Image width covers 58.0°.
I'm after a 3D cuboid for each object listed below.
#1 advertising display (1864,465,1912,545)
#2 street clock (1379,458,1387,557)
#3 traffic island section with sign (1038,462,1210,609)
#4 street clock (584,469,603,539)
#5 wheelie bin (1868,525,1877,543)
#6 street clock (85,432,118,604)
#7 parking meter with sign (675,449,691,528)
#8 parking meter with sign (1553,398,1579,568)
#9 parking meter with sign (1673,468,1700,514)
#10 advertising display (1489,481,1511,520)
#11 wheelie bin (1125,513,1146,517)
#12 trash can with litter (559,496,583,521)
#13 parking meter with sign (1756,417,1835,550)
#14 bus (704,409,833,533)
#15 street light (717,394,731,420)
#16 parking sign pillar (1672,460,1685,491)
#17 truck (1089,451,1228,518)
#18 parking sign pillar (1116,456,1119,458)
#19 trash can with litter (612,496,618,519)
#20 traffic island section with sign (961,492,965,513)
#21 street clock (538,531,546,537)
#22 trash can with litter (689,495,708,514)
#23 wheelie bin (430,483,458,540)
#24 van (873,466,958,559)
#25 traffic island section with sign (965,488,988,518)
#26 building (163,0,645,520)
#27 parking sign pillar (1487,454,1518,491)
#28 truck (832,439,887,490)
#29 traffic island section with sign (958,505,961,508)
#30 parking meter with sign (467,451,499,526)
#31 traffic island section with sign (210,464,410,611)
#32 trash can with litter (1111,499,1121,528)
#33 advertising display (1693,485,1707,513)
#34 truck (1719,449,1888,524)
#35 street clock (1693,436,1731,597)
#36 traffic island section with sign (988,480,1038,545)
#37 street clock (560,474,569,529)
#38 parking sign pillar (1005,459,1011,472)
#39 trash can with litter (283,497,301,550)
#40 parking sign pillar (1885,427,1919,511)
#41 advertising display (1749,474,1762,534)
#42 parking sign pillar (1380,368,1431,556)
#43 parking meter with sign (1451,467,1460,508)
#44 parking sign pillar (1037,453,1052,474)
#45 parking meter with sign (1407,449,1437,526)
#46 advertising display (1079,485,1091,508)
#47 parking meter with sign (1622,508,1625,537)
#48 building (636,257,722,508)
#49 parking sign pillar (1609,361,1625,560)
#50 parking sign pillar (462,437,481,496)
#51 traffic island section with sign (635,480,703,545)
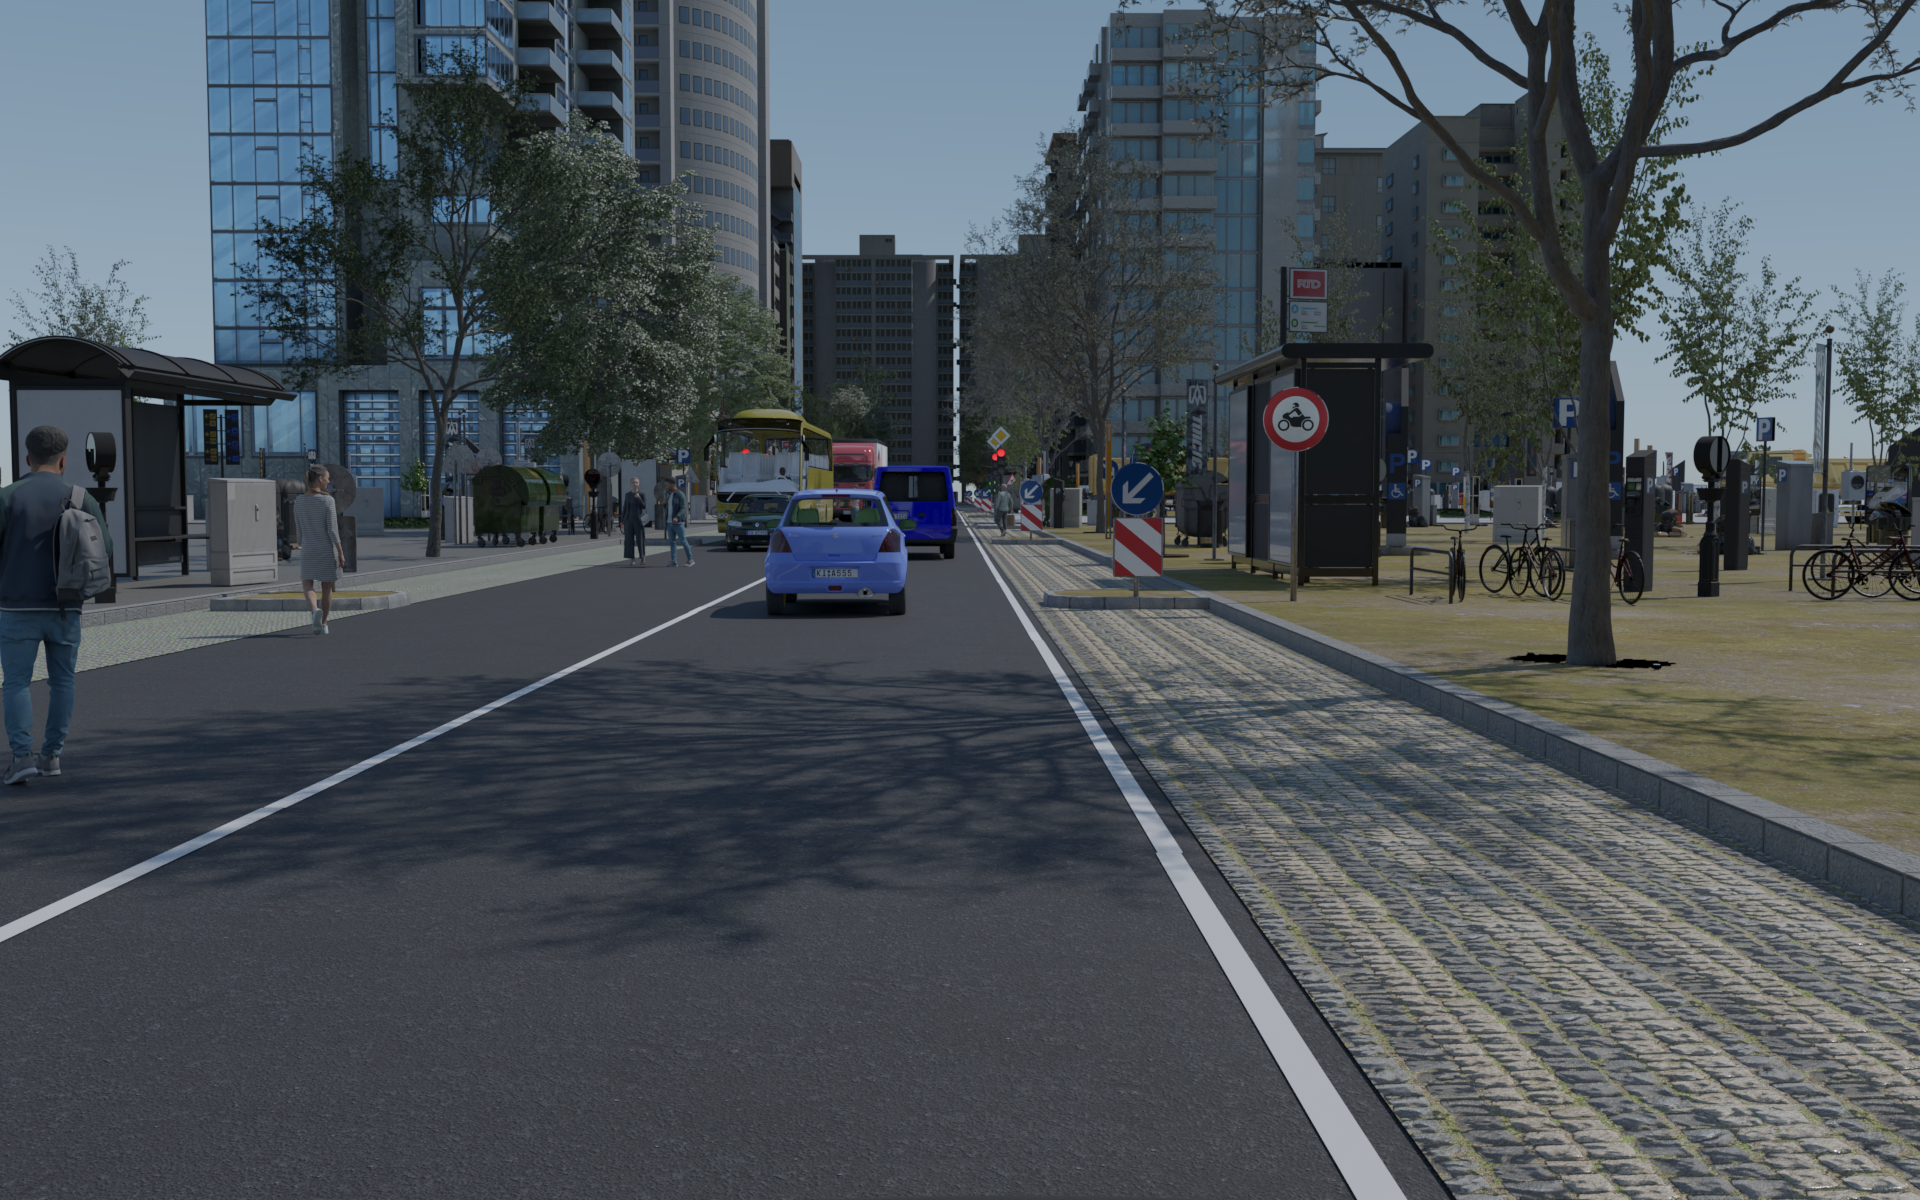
[{"bbox_3d":[20.597,-2.033,38.460,0.123,1.923,0.974,-2,4,-33],"label":"advertising display"},{"bbox_3d":[8.412,-1.867,35.093,0.471,2.002,0.358,-3,5,-42],"label":"street clock"},{"bbox_3d":[2.092,-0.836,22.296,1.989,1.847,2.006,0,4,0],"label":"traffic island section with sign"},{"bbox_3d":[-10.433,-2.738,49.335,0.471,2.002,0.358,0,4,4],"label":"street clock"},{"bbox_3d":[24.442,-2.325,45.919,0.693,1.594,0.980,1,4,8],"label":"wheelie bin"},{"bbox_3d":[-10.056,-0.963,20.316,0.358,2.002,0.471,-3,5,-40],"label":"street clock"},{"bbox_3d":[-10.650,-4.279,66.222,0.543,3.016,1.738,0,4,-3],"label":"parking meter with sign"},{"bbox_3d":[10.858,-2.098,30.560,0.543,3.016,1.738,1,4,11],"label":"parking meter with sign"},{"bbox_3d":[47.938,-7.210,114.151,1.738,3.016,0.543,-1,4,-12],"label":"parking meter with sign"},{"bbox_3d":[26.171,-4.816,83.959,0.974,1.923,0.123,3,4,36],"label":"advertising display"},{"bbox_3d":[6.057,-3.162,59.600,0.693,1.594,0.980,-3,4,-38],"label":"wheelie bin"},{"bbox_3d":[-19.014,-4.358,82.303,2.233,1.210,1.678,0,4,6],"label":"trash can with litter"},{"bbox_3d":[19.092,-2.647,39.545,1.738,3.016,0.543,-1,4,-12],"label":"parking meter with sign"},{"bbox_3d":[-5.617,-3.803,53.730,2.896,3.916,12.252,0,4,0],"label":"bus"},{"bbox_3d":[-10.851,-6.541,79.739,0.468,5.910,1.993,0,4,0],"label":"street light"},{"bbox_3d":[56.144,-9.019,135.934,1.447,3.967,1.447,0,4,5],"label":"parking sign pillar"},{"bbox_3d":[10.546,-4.852,75.255,9.791,3.379,3.469,0,4,2],"label":"truck"},{"bbox_3d":[11.590,-8.167,121.999,1.447,3.967,1.447,1,4,17],"label":"parking sign pillar"},{"bbox_3d":[-18.045,-4.859,90.835,0.624,1.170,1.055,-2,4,-34],"label":"trash can with litter"},{"bbox_3d":[1.262,-7.560,132.238,1.989,1.847,2.006,0,4,0],"label":"traffic island section with sign"},{"bbox_3d":[-12.417,-2.864,51.398,0.358,2.002,0.471,-1,4,-23],"label":"street clock"},{"bbox_3d":[-18.963,-7.045,126.241,2.233,1.210,1.678,-3,5,-43],"label":"trash can with litter"},{"bbox_3d":[-14.340,-2.467,48.238,0.693,1.594,0.980,-3,4,-36],"label":"wheelie bin"},{"bbox_3d":[-1.104,-2.175,39.945,2.240,2.365,5.245,0,4,-2],"label":"van"},{"bbox_3d":[1.466,-5.871,104.625,1.989,1.847,2.006,0,4,0],"label":"traffic island section with sign"},{"bbox_3d":[-30.414,-48.154,99.993,22.319,86.520,31.000,0,4,0],"label":"building"},{"bbox_3d":[36.522,-7.847,116.763,1.447,3.967,1.447,3,4,36],"label":"parking sign pillar"},{"bbox_3d":[-5.358,-6.185,90.037,2.839,4.237,11.283,0,4,1],"label":"truck"},{"bbox_3d":[0.878,-10.616,182.205,1.989,1.847,2.006,0,4,0],"label":"traffic island section with sign"},{"bbox_3d":[-19.602,-4.518,70.134,1.738,3.016,0.543,-2,4,-31],"label":"parking meter with sign"},{"bbox_3d":[-8.113,-0.814,21.936,1.989,1.847,2.006,0,4,0],"label":"traffic island section with sign"},{"bbox_3d":[6.077,-3.358,66.286,0.624,1.170,1.055,-2,4,-31],"label":"trash can with litter"},{"bbox_3d":[50.306,-6.888,117.827,0.974,1.923,0.123,0,4,-2],"label":"advertising display"},{"bbox_3d":[37.716,-4.905,76.119,9.791,3.379,3.469,0,3,0],"label":"truck"},{"bbox_3d":[9.361,-1.042,21.604,0.471,2.002,0.358,-3,4,-36],"label":"street clock"},{"bbox_3d":[1.895,-2.500,49.508,1.989,1.847,2.006,0,4,0],"label":"traffic island section with sign"},{"bbox_3d":[-14.593,-3.627,63.877,0.358,2.002,0.471,-2,4,-30],"label":"street clock"},{"bbox_3d":[3.700,-8.838,132.976,1.447,3.967,1.447,0,4,2],"label":"parking sign pillar"},{"bbox_3d":[-15.776,-1.767,39.946,1.678,1.210,2.233,2,4,34],"label":"trash can with litter"},{"bbox_3d":[36.028,-4.745,66.046,1.447,3.967,1.447,1,4,8],"label":"parking sign pillar"},{"bbox_3d":[25.263,-3.092,55.773,0.974,1.923,0.123,1,4,10],"label":"advertising display"},{"bbox_3d":[9.225,-2.940,36.539,1.447,3.967,1.447,1,4,14],"label":"parking sign pillar"},{"bbox_3d":[32.114,-7.102,112.378,0.543,3.016,1.738,1,4,19],"label":"parking meter with sign"},{"bbox_3d":[5.213,-7.224,106.577,1.447,3.967,1.447,-1,4,-20],"label":"parking sign pillar"},{"bbox_3d":[18.255,-4.411,68.374,0.543,3.016,1.738,3,5,43],"label":"parking meter with sign"},{"bbox_3d":[8.910,-7.247,123.706,0.974,1.923,0.123,2,4,30],"label":"advertising display"},{"bbox_3d":[19.053,-3.414,52.081,1.738,3.016,0.543,1,4,15],"label":"parking meter with sign"},{"bbox_3d":[-34.891,-18.030,139.823,27.650,21.520,28.899,0,4,0],"label":"building"},{"bbox_3d":[12.889,-2.813,34.468,1.447,3.967,1.447,1,4,13],"label":"parking sign pillar"},{"bbox_3d":[-22.771,-5.676,81.275,1.447,3.967,1.447,2,4,30],"label":"parking sign pillar"},{"bbox_3d":[-8.335,-2.463,48.891,1.989,1.847,2.006,0,4,0],"label":"traffic island section with sign"}]
